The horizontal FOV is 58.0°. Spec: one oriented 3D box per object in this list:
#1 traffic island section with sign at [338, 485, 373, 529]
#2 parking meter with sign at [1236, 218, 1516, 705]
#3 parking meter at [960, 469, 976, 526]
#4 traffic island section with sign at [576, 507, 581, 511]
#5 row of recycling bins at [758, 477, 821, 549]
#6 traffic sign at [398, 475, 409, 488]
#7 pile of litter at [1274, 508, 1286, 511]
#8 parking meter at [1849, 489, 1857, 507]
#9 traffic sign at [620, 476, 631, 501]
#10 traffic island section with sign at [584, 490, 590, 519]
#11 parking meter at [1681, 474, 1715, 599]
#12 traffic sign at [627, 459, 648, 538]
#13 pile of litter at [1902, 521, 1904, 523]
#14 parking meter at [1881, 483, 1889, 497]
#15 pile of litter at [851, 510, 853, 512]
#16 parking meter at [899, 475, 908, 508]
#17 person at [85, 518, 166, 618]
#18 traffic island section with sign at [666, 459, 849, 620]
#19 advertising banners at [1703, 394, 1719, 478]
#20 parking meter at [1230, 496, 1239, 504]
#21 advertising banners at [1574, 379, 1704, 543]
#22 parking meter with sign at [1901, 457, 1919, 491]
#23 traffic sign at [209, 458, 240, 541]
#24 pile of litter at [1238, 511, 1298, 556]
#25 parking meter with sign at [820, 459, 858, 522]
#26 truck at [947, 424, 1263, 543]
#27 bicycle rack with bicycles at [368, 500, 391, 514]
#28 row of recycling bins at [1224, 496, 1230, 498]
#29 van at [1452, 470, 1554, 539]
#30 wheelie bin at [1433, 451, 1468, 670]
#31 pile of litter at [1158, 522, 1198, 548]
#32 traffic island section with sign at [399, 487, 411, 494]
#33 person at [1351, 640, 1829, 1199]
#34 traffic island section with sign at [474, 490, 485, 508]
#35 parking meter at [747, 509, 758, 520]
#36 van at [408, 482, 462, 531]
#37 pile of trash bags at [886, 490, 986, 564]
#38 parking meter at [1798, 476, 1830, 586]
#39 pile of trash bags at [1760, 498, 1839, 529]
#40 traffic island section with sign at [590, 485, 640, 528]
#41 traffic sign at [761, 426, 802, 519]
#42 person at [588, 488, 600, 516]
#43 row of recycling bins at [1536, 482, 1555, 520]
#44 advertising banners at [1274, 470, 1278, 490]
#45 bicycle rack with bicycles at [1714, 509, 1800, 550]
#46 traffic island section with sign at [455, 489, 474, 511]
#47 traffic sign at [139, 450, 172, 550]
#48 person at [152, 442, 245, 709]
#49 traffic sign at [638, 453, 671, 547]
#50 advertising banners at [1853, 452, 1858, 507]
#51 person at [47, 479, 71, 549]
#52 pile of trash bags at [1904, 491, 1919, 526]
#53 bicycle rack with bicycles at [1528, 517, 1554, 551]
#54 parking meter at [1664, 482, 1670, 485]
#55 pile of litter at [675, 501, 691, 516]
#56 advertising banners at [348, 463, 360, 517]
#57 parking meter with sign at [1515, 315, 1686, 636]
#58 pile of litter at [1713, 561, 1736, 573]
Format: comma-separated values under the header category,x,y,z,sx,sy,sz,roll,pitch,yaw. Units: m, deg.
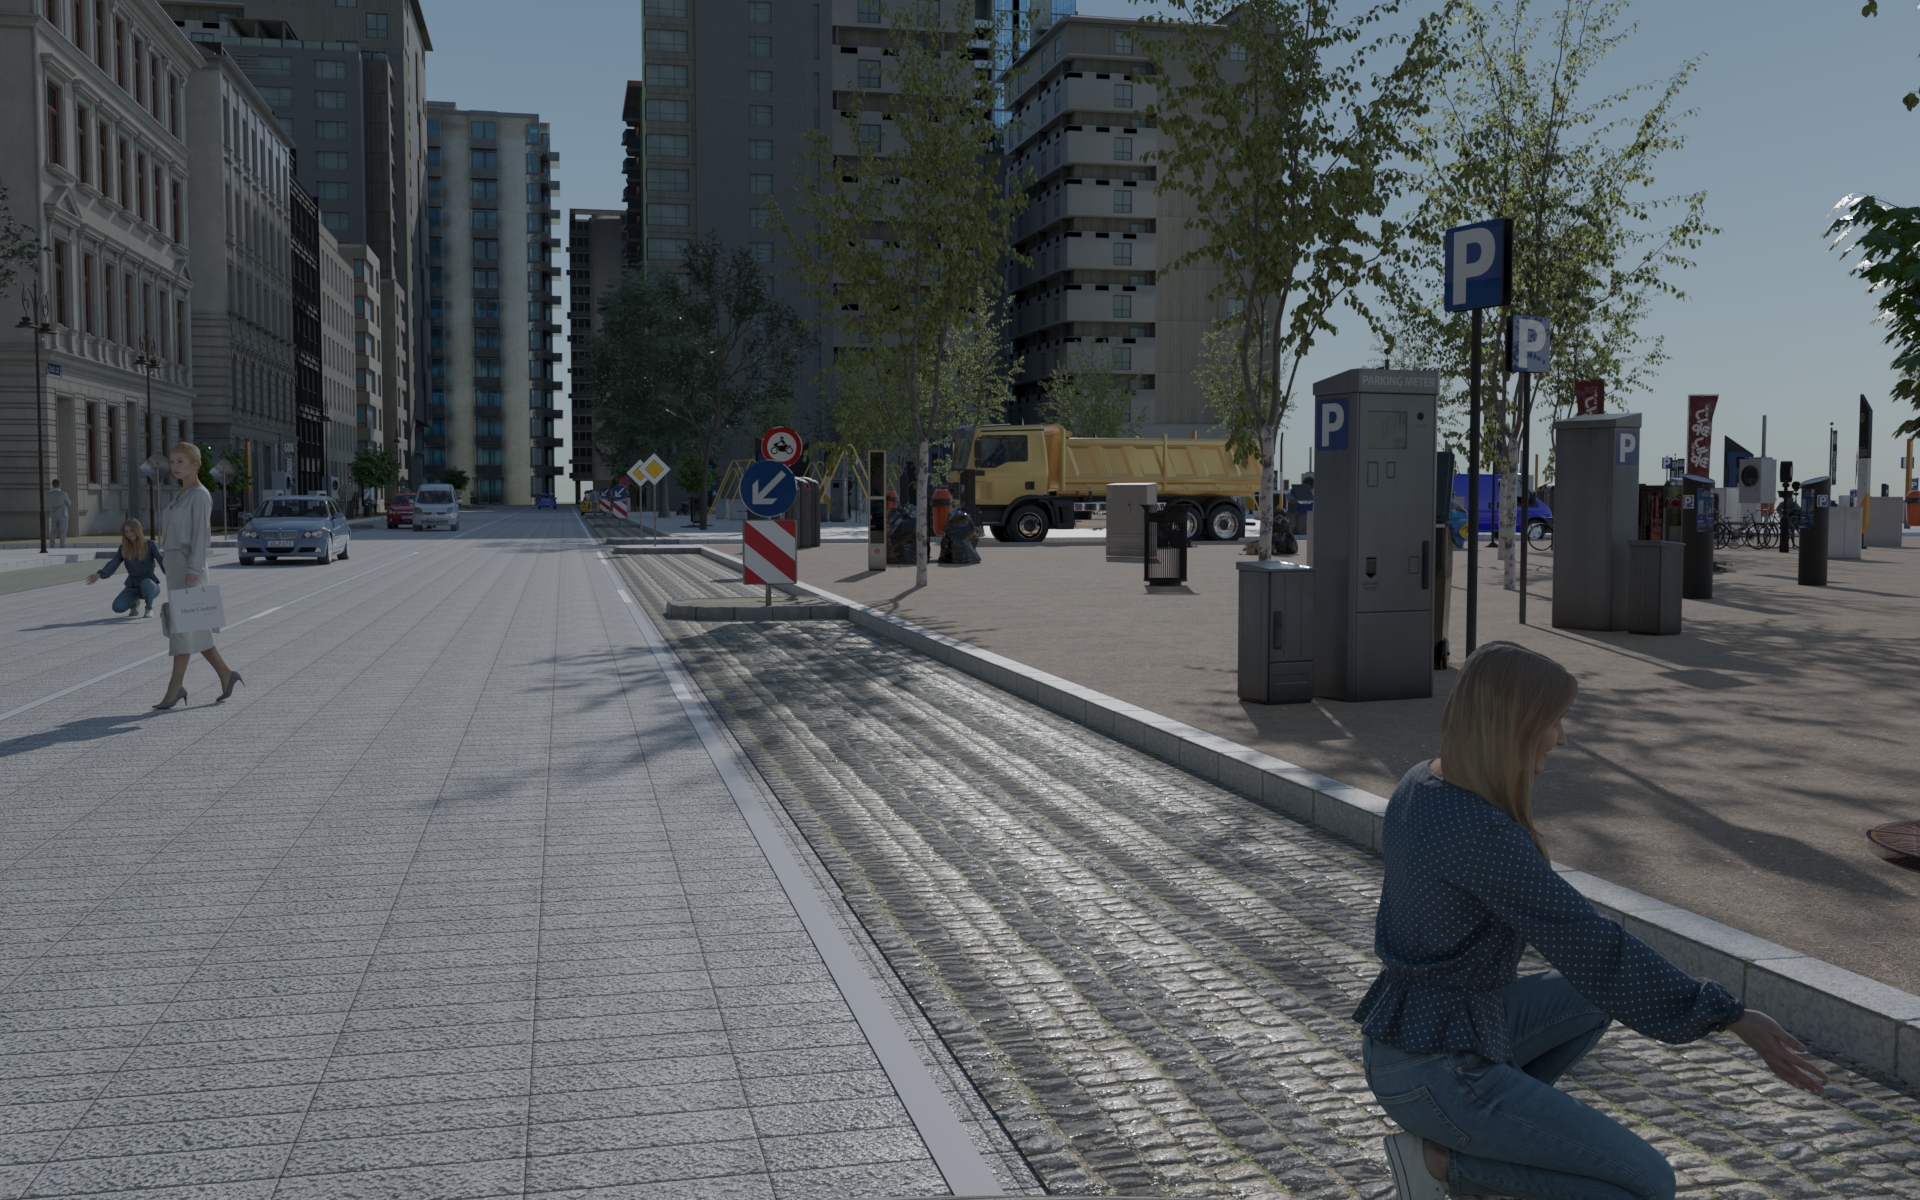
category,x,y,z,sx,sy,sz,roll,pitch,yaw
traffic island section with sign,-25.403,-3.859,71.726,1.989,1.847,2.006,-1,4,-13
parking meter with sign,2.586,-0.895,10.888,1.738,3.016,0.543,-2,4,-25
parking meter,0.179,-2.144,40.762,0.255,1.863,0.399,-2,4,-25
traffic island section with sign,-31.940,-8.621,149.577,1.989,1.847,2.006,-1,4,-13
row of recycling bins,-4.052,-2.070,40.955,1.069,1.692,3.534,0,4,7
traffic sign,-38.666,-7.353,120.222,0.884,2.594,0.081,0,4,-8
pile of litter,10.403,-2.570,55.983,1.719,0.858,1.176,2,4,35
parking meter,46.502,-4.999,90.138,0.372,1.533,0.369,0,3,0
traffic sign,-23.466,-7.421,121.447,0.768,2.556,0.104,0,4,-7
traffic island section with sign,-20.791,-5.638,100.801,1.989,1.847,2.006,-1,4,-13
parking meter,9.043,-0.784,21.236,0.372,1.533,0.369,0,3,0
traffic sign,-9.239,-2.841,50.087,0.795,2.450,0.064,-1,4,-13
pile of litter,41.952,-3.777,75.713,1.176,0.858,1.719,-1,4,-12
parking meter,50.986,-5.491,95.489,0.399,1.863,0.255,-2,4,-33
pile of litter,-8.236,-6.769,124.633,1.176,0.858,1.719,1,4,21
parking meter,-1.763,-2.966,54.207,0.255,1.863,0.399,0,4,-5
person,-9.489,-0.374,20.111,1.012,1.151,0.738,0,4,-5
traffic island section with sign,-2.454,-0.725,20.485,1.989,1.847,2.006,-1,4,-13
advertising banners,12.262,-2.099,30.500,2.074,3.025,0.090,0,4,4
parking meter,12.056,-4.140,76.100,0.372,1.533,0.369,0,3,0
advertising banners,10.055,-1.816,25.882,0.090,3.025,2.074,-2,4,-35
parking meter with sign,44.316,-5.163,80.676,0.543,3.016,1.738,1,4,15
traffic sign,-20.206,-2.689,47.611,0.795,2.450,0.064,-1,4,-13
pile of litter,6.525,-1.400,36.847,1.719,0.858,1.176,-3,4,-36
parking meter with sign,-5.558,-5.069,79.145,1.738,3.016,0.543,0,4,8
truck,3.717,-3.260,49.223,9.791,3.379,3.469,-1,4,-12
bicycle rack with bicycles,-38.059,-6.141,113.780,2.852,0.926,2.925,-1,4,-17
row of recycling bins,19.793,-7.383,127.824,1.069,1.692,3.534,1,4,22
van,14.945,-2.867,51.266,5.245,2.365,2.240,-1,4,-13
wheelie bin,3.308,-0.306,12.904,0.980,1.594,0.693,1,4,21
pile of litter,4.837,-1.701,41.778,1.719,0.858,1.176,2,4,24
traffic island section with sign,-31.576,-5.511,98.739,1.989,1.847,2.006,-1,4,-13
person,1.150,0.643,3.485,0.738,1.151,1.012,0,4,3
traffic island section with sign,-48.612,-10.073,173.317,1.989,1.847,2.006,-1,4,-13
parking meter,-6.822,-3.135,56.973,0.399,1.863,0.255,-1,4,-22
van,-20.543,-3.724,67.898,2.013,2.044,4.112,-1,4,-15
pile of trash bags,-0.480,-1.436,33.233,1.912,1.369,3.447,0,4,4
parking meter,11.994,-0.974,24.329,0.372,1.533,0.369,0,3,0
pile of trash bags,30.726,-3.294,63.617,1.912,1.369,3.447,-1,4,-20
traffic island section with sign,-14.725,-4.014,74.253,1.989,1.847,2.006,-1,4,-13
traffic sign,-3.363,-1.997,32.753,0.768,2.556,0.104,0,4,-5
person,-22.889,-6.104,108.422,0.709,1.813,0.853,-3,5,-40
row of recycling bins,19.909,-3.095,57.711,1.069,1.692,3.534,1,4,10
advertising banners,23.354,-7.933,125.884,0.090,3.025,2.074,-1,4,-21
bicycle rack with bicycles,18.602,-1.682,40.880,2.925,0.926,2.852,0,4,1
traffic island section with sign,-42.580,-8.460,146.953,1.989,1.847,2.006,-1,4,-13
traffic sign,-18.427,-2.213,39.826,0.795,2.450,0.064,-1,4,-13
person,-5.174,-0.176,11.735,0.624,1.780,0.694,-2,4,-31
traffic sign,-7.460,-2.364,42.302,0.795,2.450,0.064,-1,4,-13
advertising banners,34.092,-4.267,65.950,0.090,3.025,2.074,2,4,26
person,-21.903,-2.047,42.157,0.511,1.800,0.466,-1,4,-8
pile of trash bags,26.052,-2.175,45.319,3.447,1.369,1.912,-1,4,-23
bicycle rack with bicycles,14.678,-1.573,39.095,2.925,0.926,2.852,3,5,41
parking meter,34.541,-4.818,84.485,0.255,1.863,0.399,-2,4,-28
pile of litter,-16.224,-5.467,103.353,1.719,0.858,1.176,-2,4,-26
advertising banners,-34.360,-6.236,98.151,0.090,3.025,2.074,0,4,-5
parking meter with sign,6.013,-1.230,16.373,0.543,3.016,1.738,-2,4,-32
pile of litter,12.363,-0.924,29.077,1.176,0.858,1.719,1,4,12
